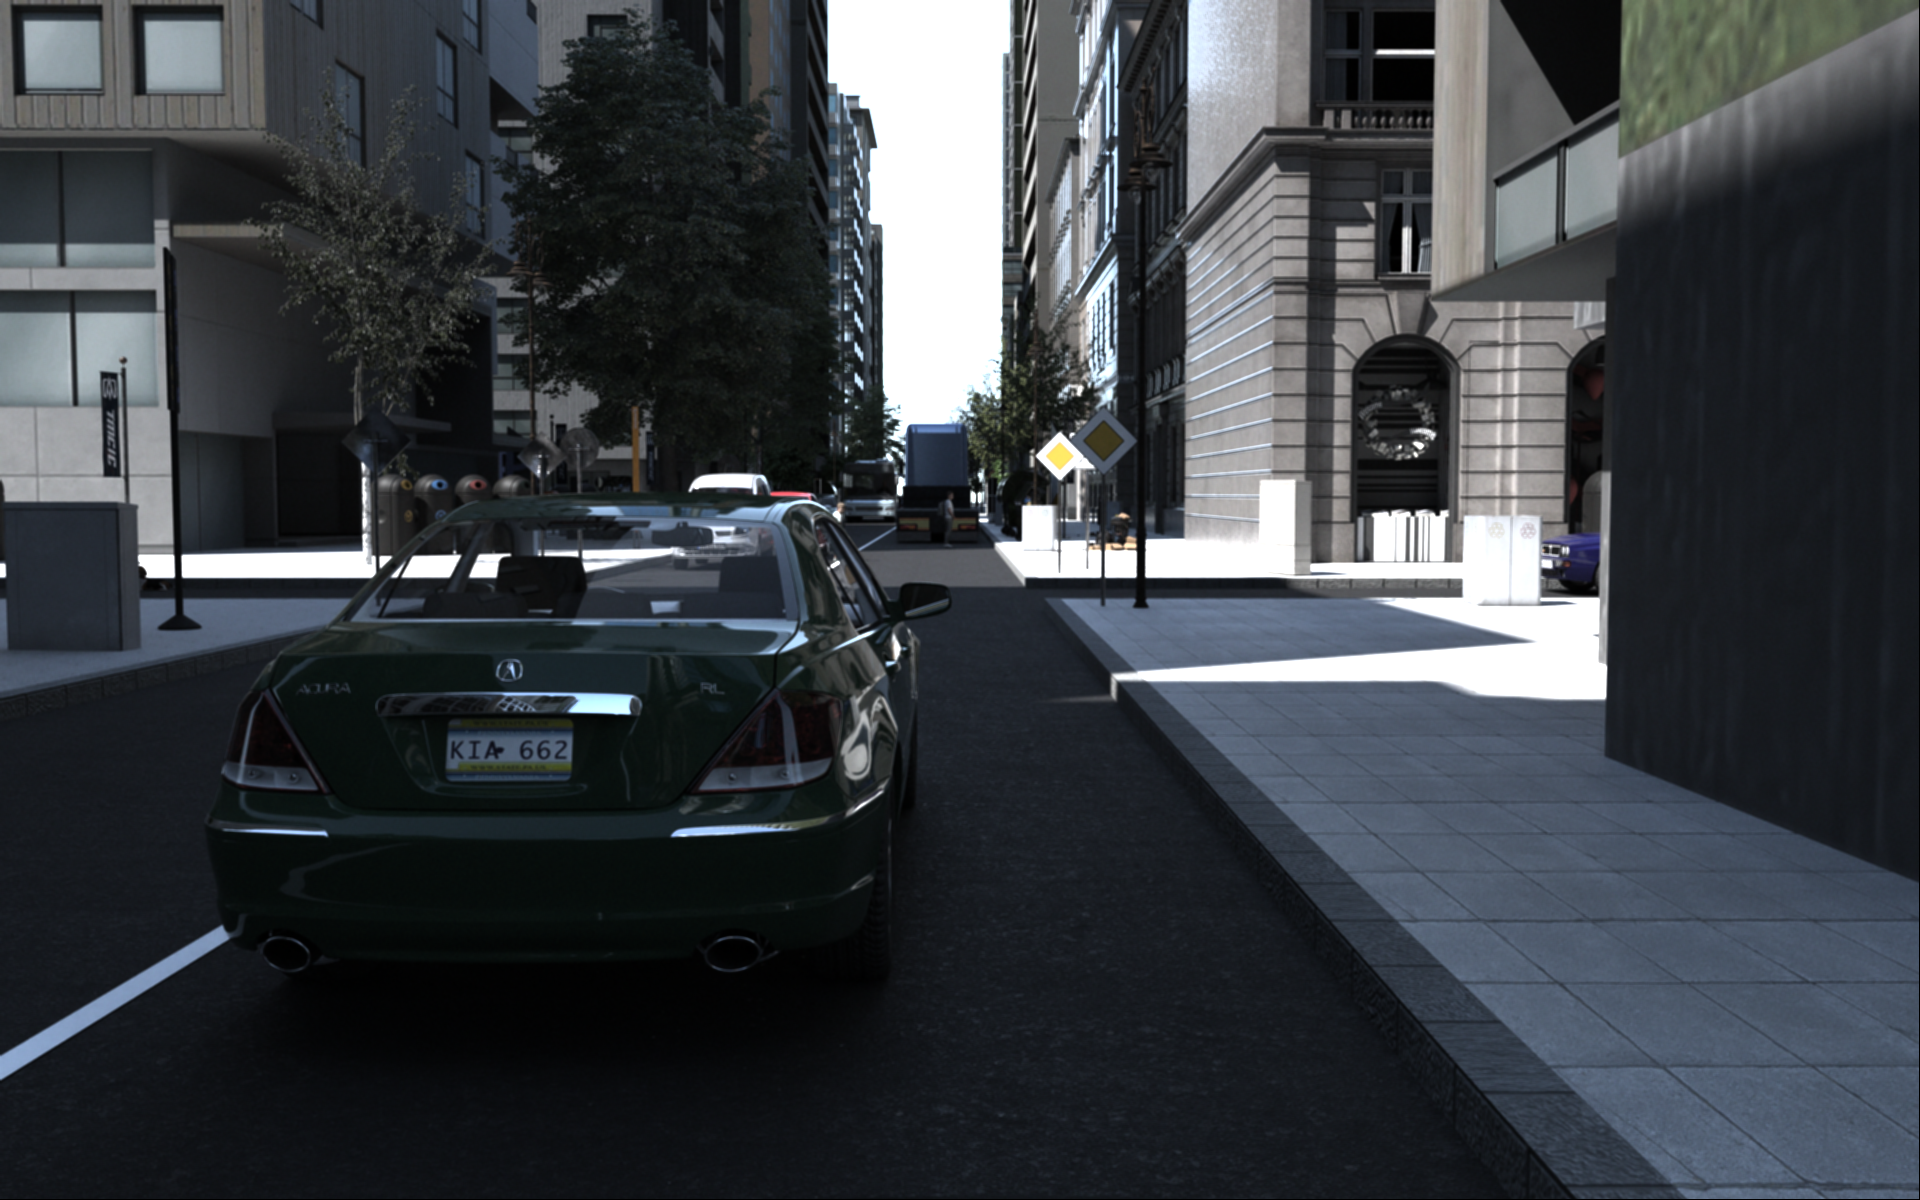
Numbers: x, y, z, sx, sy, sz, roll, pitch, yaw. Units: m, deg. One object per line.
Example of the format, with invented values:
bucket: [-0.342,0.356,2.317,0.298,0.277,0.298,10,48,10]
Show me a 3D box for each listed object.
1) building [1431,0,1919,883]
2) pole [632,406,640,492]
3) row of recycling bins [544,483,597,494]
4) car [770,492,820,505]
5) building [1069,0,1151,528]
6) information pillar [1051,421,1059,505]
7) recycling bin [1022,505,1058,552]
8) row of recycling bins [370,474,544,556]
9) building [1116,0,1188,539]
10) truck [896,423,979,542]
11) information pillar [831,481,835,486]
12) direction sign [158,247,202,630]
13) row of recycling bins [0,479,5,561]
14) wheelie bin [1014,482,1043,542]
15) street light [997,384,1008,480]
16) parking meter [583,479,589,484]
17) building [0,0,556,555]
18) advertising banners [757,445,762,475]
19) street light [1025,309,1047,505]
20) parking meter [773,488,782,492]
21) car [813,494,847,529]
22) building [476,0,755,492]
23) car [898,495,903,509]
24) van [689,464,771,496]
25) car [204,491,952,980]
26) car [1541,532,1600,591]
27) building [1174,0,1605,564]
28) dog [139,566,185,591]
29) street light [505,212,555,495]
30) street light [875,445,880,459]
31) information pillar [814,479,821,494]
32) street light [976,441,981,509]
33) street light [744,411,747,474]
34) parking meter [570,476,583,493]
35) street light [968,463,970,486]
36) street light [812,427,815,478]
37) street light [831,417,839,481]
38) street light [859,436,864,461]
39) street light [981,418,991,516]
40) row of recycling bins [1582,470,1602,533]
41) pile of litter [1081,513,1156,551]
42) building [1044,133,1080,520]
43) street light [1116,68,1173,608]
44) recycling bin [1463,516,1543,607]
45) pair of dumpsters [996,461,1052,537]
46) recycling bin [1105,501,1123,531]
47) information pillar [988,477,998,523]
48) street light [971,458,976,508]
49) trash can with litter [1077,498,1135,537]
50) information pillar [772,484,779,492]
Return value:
building: [10.159,-19.898,8.934,14.154,41.232,14.086,0,4,0]
pole: [-7.544,-2.843,40.330,0.158,3.312,0.155,0,3,0]
row of recycling bins: [-15.187,-3.472,63.876,3.534,1.692,1.069,-1,4,-18]
car: [-3.983,-1.833,39.018,2.155,1.783,4.494,0,4,1]
building: [11.984,-17.626,74.092,13.634,28.700,20.117,0,4,0]
information pillar: [3.027,-3.904,55.182,0.183,3.616,0.504,-2,4,-23]
recycling bin: [1.788,-1.600,38.716,0.722,1.027,0.722,1,4,10]
row of recycling bins: [-10.776,-1.817,36.822,3.534,1.692,1.069,-3,5,-39]
building: [11.078,-11.626,54.716,10.561,19.102,19.286,0,4,0]
truck: [-0.800,-4.290,59.895,2.967,4.110,18.799,0,4,-1]
information pillar: [-7.228,-5.660,97.028,0.304,2.012,0.304,3,4,38]
direction sign: [-7.425,-1.491,16.377,0.379,3.537,0.876,-1,4,-19]
row of recycling bins: [-18.749,-1.512,31.831,1.069,1.692,3.534,0,4,1]
wheelie bin: [1.859,-2.380,46.826,0.693,1.594,0.980,-1,4,-15]
street light: [1.805,-6.119,72.836,0.468,5.910,1.993,0,4,0]
parking meter: [-14.514,-3.733,66.749,0.399,1.863,0.255,-1,4,-16]
building: [-27.529,-27.991,46.891,28.713,52.752,27.495,0,4,0]
advertising banners: [-7.313,-3.987,61.382,0.090,3.025,2.074,1,4,10]
street light: [1.898,-4.325,43.495,0.468,5.910,1.993,0,4,0]
parking meter: [-7.772,-3.999,73.797,0.372,1.533,0.369,0,3,0]
car: [-5.016,-2.996,60.784,2.131,1.459,4.920,0,4,-1]
building: [-17.912,-19.124,84.381,14.160,30.474,14.107,0,4,0]
car: [-5.205,-9.663,169.996,2.014,1.417,4.499,0,4,0]
van: [-4.625,-1.664,34.211,2.013,2.044,4.112,0,4,0]
car: [-1.098,0.322,6.540,2.131,1.459,4.920,0,3,0]
car: [10.378,-0.758,24.975,3.894,1.354,1.945,0,3,0]
building: [17.179,-11.931,36.865,24.055,21.916,13.314,0,4,0]
dog: [-11.958,-0.336,25.691,0.748,0.427,0.550,0,4,-4]
street light: [-7.106,-3.424,28.771,0.468,5.910,1.993,0,4,0]
street light: [-7.804,-11.687,163.876,0.468,5.910,1.993,0,4,0]
information pillar: [-6.931,-4.885,84.361,0.304,2.012,0.304,0,4,-1]
street light: [1.530,-9.035,120.514,0.468,5.910,1.993,0,4,0]
street light: [-7.272,-5.252,58.660,0.468,5.910,1.993,0,4,0]
parking meter: [-12.742,-3.158,57.345,0.255,1.863,0.399,0,4,-1]
street light: [1.272,-12.619,179.100,0.468,5.910,1.993,0,4,0]
street light: [-7.442,-7.084,88.610,0.468,5.910,1.993,0,4,0]
street light: [-7.560,-8.055,104.487,0.468,5.910,1.993,0,4,0]
street light: [-7.656,-9.866,134.097,0.468,5.910,1.993,0,4,0]
street light: [1.661,-7.911,102.128,0.468,5.910,1.993,0,4,0]
row of recycling bins: [12.216,-1.328,28.820,3.534,1.692,1.069,1,4,22]
pile of litter: [3.668,-1.557,39.428,1.719,0.858,1.176,1,4,23]
building: [9.913,-14.943,93.474,9.793,20.994,18.267,0,4,0]
street light: [2.043,-2.851,19.400,0.468,5.910,1.993,0,4,0]
recycling bin: [6.272,-0.458,20.042,0.722,1.027,0.722,0,4,1]
pair of dumpsters: [1.974,-3.130,53.676,1.574,2.255,4.437,0,4,0]
recycling bin: [5.311,-2.952,60.815,0.722,1.027,0.722,1,4,13]
information pillar: [1.437,-4.359,75.768,0.304,2.012,0.304,-3,4,-37]
street light: [1.373,-10.827,149.807,0.468,5.910,1.993,0,4,0]
trash can with litter: [4.389,-2.559,52.890,1.678,1.210,2.233,0,4,-5]
information pillar: [-9.628,-5.258,90.463,0.304,2.012,0.304,0,4,4]
